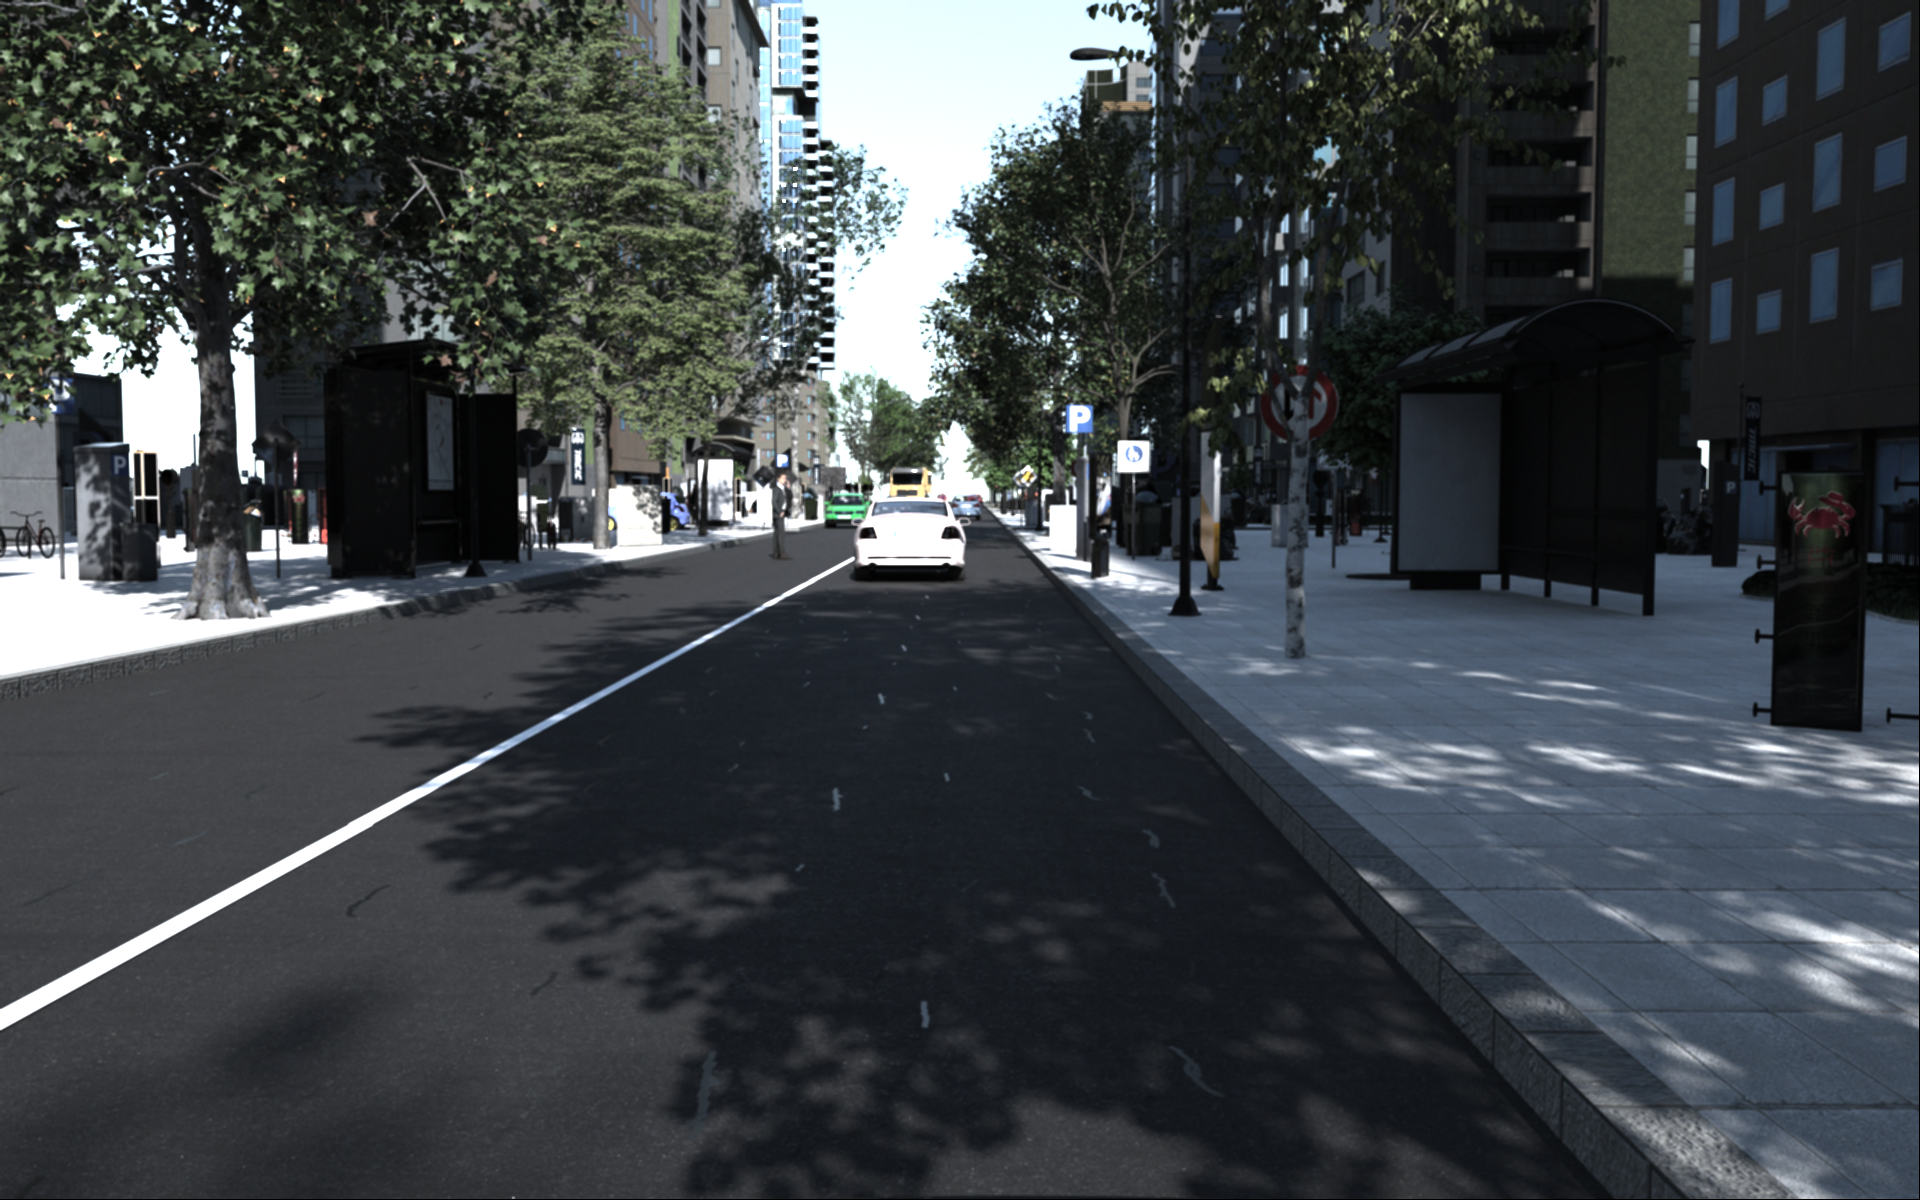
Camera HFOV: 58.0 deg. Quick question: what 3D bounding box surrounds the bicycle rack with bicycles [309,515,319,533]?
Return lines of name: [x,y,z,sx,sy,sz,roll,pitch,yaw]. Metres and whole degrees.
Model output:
bicycle rack with bicycles: [-19.874,-2.637,56.503,2.925,0.926,2.852,3,4,38]

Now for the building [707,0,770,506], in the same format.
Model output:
building: [-35.082,-36.007,177.951,28.713,52.752,27.495,0,4,0]

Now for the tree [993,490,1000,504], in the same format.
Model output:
tree: [4.820,-14.633,233.842,1.663,3.219,1.824,0,3,0]

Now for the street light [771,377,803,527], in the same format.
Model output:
street light: [-6.710,-5.840,68.027,1.470,5.913,1.316,0,4,0]

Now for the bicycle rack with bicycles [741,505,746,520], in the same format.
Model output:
bicycle rack with bicycles: [-10.027,-4.335,84.267,2.852,0.926,2.925,0,4,5]

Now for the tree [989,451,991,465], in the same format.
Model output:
tree: [4.936,-15.194,198.783,4.360,8.622,3.978,0,3,0]

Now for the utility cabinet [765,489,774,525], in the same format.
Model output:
utility cabinet: [-7.730,-3.866,71.893,0.318,1.500,1.173,1,4,12]

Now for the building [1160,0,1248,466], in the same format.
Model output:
building: [28.876,-37.722,158.755,21.231,58.520,28.212,0,4,0]

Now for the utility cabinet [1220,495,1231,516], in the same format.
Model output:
utility cabinet: [15.290,-5.349,98.615,1.020,1.237,0.306,0,4,1]

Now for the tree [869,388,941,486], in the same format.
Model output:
tree: [-6.606,-18.202,204.260,9.857,13.997,8.962,0,3,0]

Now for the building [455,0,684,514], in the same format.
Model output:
building: [-29.584,-27.497,133.177,14.154,41.232,14.086,0,4,0]

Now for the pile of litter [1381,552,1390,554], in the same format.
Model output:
pile of litter: [9.856,-1.433,37.392,1.719,0.858,1.176,-1,4,-11]

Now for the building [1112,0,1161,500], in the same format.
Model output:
building: [29.151,-53.533,187.928,22.319,86.520,31.000,0,4,0]

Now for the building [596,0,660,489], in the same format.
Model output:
building: [-27.610,-28.185,110.935,14.600,45.320,14.200,0,4,0]

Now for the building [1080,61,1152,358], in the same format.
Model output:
building: [28.828,-52.162,291.104,20.563,71.187,20.611,0,4,0]

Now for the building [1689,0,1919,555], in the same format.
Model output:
building: [26.321,-23.717,37.885,14.600,45.320,14.200,0,4,0]

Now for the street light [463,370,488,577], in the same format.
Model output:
street light: [-6.977,-3.312,26.684,1.470,5.913,1.316,0,4,0]

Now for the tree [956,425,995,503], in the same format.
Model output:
tree: [4.626,-23.750,244.199,12.611,20.169,13.585,0,3,0]

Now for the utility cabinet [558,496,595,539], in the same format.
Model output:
utility cabinet: [-11.059,-2.375,50.000,1.020,1.237,0.306,0,4,-1]

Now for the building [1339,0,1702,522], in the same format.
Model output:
building: [27.287,-19.217,85.908,14.107,30.474,14.160,0,4,0]

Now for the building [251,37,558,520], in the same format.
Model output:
building: [-26.974,-24.793,88.953,14.154,41.232,14.086,0,4,0]

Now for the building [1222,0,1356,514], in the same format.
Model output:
building: [31.875,-30.777,122.815,23.786,49.044,30.456,0,4,0]

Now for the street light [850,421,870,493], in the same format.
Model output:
street light: [-6.366,-8.376,109.489,1.470,5.913,1.316,0,4,0]

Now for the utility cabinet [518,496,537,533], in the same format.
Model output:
utility cabinet: [-14.317,-2.790,56.775,1.020,1.237,0.306,2,4,33]

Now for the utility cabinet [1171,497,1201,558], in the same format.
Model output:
utility cabinet: [4.586,-1.453,34.911,0.306,1.237,1.020,2,4,30]

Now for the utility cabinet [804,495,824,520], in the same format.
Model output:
utility cabinet: [-7.349,-4.651,87.207,1.020,1.237,0.306,1,4,15]

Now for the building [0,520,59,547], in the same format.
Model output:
building: [-35.391,-27.081,32.006,27.495,52.752,28.713,0,4,0]

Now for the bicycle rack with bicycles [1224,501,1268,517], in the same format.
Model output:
bicycle rack with bicycles: [14.135,-4.356,84.608,2.925,0.926,2.852,3,5,40]

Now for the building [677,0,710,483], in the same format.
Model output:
building: [-30.919,-43.716,153.001,20.563,71.187,20.611,0,4,0]

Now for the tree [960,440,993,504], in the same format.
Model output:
tree: [3.942,-18.969,228.265,7.486,12.596,7.792,0,3,0]

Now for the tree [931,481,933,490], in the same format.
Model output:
tree: [-6.194,-18.992,294.233,4.285,4.588,4.351,0,3,0]

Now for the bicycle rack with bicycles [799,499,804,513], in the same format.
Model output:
bicycle rack with bicycles: [-11.198,-7.781,140.599,2.852,0.926,2.925,2,4,26]

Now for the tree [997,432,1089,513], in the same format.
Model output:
tree: [3.986,-5.606,75.364,4.285,4.588,4.351,0,3,0]

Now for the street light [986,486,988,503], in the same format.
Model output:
street light: [2.847,-10.418,142.880,1.470,5.913,1.316,0,4,0]

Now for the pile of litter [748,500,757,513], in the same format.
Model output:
pile of litter: [-13.980,-6.385,118.358,1.719,0.858,1.176,0,4,3]

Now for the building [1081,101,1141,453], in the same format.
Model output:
building: [29.187,-44.315,266.556,21.231,58.520,28.212,0,4,0]

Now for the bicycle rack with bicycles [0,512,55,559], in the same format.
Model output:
bicycle rack with bicycles: [-19.787,-1.297,34.586,2.925,0.926,2.852,3,5,43]

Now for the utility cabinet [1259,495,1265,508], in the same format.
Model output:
utility cabinet: [15.558,-4.775,89.237,0.306,1.237,1.020,1,4,13]

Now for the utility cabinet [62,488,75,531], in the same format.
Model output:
utility cabinet: [-29.801,-3.068,58.843,1.173,1.500,0.318,-3,4,-36]

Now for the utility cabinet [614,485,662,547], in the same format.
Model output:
utility cabinet: [-7.796,-2.047,42.155,0.318,1.500,1.173,3,4,38]

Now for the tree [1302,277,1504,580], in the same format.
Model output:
tree: [6.579,-2.608,26.350,4.285,4.588,4.351,0,3,0]

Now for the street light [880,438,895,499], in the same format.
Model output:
street light: [-6.080,-10.522,144.581,1.470,5.913,1.316,0,4,0]

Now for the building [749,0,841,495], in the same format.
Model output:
building: [-30.508,-59.447,284.636,22.319,86.520,31.000,0,4,0]

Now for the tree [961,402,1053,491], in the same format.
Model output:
tree: [4.634,-15.279,160.188,12.009,13.543,11.850,0,3,0]

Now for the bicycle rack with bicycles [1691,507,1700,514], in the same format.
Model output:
bicycle rack with bicycles: [31.556,-3.495,70.518,2.852,0.926,2.925,-1,4,-21]

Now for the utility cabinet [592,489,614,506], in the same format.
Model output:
utility cabinet: [-15.324,-4.058,75.027,1.173,1.500,0.318,-1,4,-18]

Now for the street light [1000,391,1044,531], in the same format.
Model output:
street light: [2.201,-5.325,59.611,1.470,5.913,1.316,0,4,0]

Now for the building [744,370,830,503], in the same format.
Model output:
building: [-34.230,-25.173,256.620,27.650,21.520,28.899,0,4,0]

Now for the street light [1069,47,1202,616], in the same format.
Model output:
street light: [1.839,-2.791,18.171,1.470,5.913,1.316,0,4,0]

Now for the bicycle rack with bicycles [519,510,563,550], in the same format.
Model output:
bicycle rack with bicycles: [-10.539,-1.646,40.300,2.852,0.926,2.925,-1,4,-13]

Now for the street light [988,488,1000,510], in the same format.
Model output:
street light: [2.548,-7.848,100.853,1.470,5.913,1.316,0,4,0]

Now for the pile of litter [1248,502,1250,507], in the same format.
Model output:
pile of litter: [17.891,-5.765,108.229,1.719,0.858,1.176,1,4,18]

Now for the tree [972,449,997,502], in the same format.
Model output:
tree: [5.687,-21.614,279.141,9.928,11.665,9.643,0,3,0]
